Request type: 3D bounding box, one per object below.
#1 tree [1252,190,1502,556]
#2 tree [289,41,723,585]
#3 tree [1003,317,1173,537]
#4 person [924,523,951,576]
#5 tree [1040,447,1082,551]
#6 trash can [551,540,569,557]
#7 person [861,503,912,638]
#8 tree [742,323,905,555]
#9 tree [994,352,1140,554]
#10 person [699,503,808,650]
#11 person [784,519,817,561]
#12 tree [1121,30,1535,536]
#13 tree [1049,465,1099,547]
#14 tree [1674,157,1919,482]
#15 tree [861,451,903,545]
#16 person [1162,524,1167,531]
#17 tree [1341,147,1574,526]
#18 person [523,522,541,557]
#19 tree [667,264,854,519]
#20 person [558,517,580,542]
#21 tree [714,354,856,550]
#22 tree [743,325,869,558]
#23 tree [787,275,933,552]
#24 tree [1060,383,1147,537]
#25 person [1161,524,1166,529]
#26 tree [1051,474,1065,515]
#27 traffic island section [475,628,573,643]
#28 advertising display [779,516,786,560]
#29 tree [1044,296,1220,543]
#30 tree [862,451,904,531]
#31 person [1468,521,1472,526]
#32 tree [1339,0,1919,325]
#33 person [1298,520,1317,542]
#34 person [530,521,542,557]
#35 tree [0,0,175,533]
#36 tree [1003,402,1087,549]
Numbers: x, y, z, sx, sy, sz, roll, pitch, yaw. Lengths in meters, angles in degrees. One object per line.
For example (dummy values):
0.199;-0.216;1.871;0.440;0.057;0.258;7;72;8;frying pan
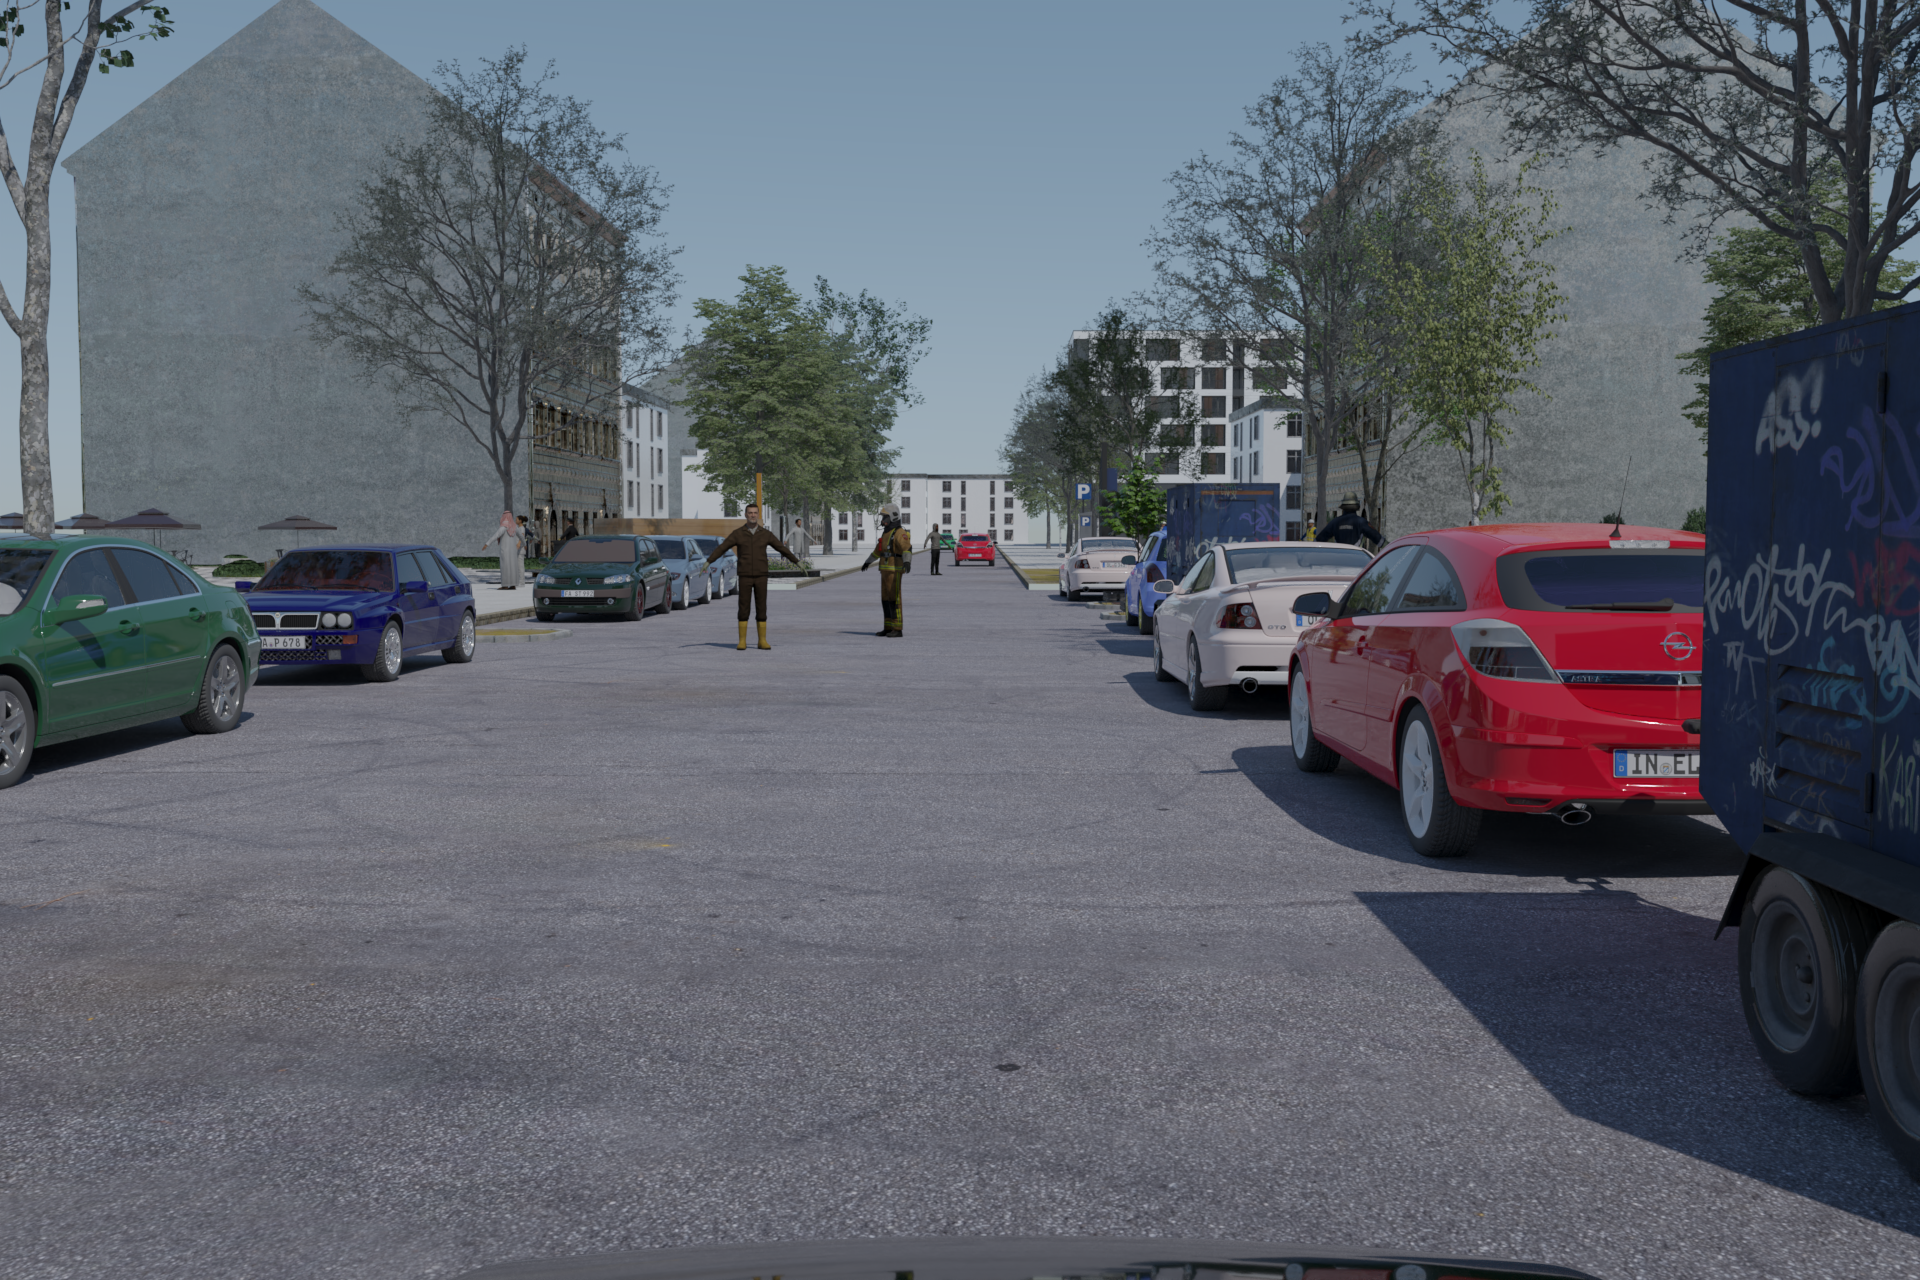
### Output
12.729;-7.810;53.443;9.928;11.665;9.643;0;3;0;tree
-11.585;-8.173;43.995;12.009;13.543;11.850;0;3;0;tree
7.556;-11.422;97.125;12.009;13.543;11.850;0;3;0;tree
-0.830;-3.145;60.011;0.705;1.813;1.348;3;5;43;person
7.528;-11.097;131.790;4.360;8.622;3.978;0;3;0;tree
-9.007;-1.720;39.767;0.748;1.137;0.748;0;3;0;trash can
-0.976;-0.970;24.092;0.705;1.858;1.354;-2;4;-30;person
-8.106;-12.095;104.412;9.857;13.997;8.962;0;3;0;tree
7.265;-12.458;114.053;12.009;13.543;11.850;0;3;0;tree
-2.564;-0.786;21.441;1.346;1.812;0.704;-1;4;-15;person
-5.505;-3.247;59.270;1.347;1.806;0.705;-3;5;-40;person
9.046;-8.099;42.790;12.009;13.543;11.850;0;3;0;tree
7.962;-10.580;123.351;4.360;8.622;3.978;0;3;0;tree
25.646;-8.237;52.803;7.486;12.596;7.792;0;3;0;tree
-7.090;-11.994;146.462;4.360;8.622;3.978;0;3;0;tree
5.241;-2.246;42.705;0.704;1.831;1.345;3;4;37;person
9.477;-5.011;32.287;4.737;8.622;4.395;0;3;0;tree
-17.247;-3.836;68.502;1.354;1.856;0.705;0;4;6;person
-8.362;-9.462;72.833;7.486;12.596;7.792;0;3;0;tree
-13.020;-3.172;57.793;0.705;1.837;1.347;2;4;24;person
-8.743;-9.181;84.523;7.601;10.594;8.767;-1;4;-20;tree
-8.834;-10.782;94.412;7.486;12.596;7.792;0;3;0;tree
-8.017;-16.536;126.245;12.611;20.169;13.585;0;3;0;tree
6.327;-8.062;82.170;4.360;8.622;3.978;0;3;0;tree
8.585;-4.108;73.022;0.705;1.847;1.347;1;4;22;person
16.542;-20.230;241.137;12.009;13.543;11.850;0;3;0;tree
-6.437;-0.059;23.838;1.991;0.108;1.994;0;4;2;traffic island section
-6.309;-3.457;61.732;0.123;1.923;0.974;0;4;1;advertising display
6.785;-8.194;68.387;7.601;10.594;8.767;1;4;14;tree
-7.536;-12.292;151.330;4.360;8.622;3.978;0;3;0;tree
19.644;-3.694;66.669;1.348;1.796;0.705;-2;4;-33;person
9.055;-6.557;17.581;12.009;13.543;11.850;0;3;0;tree
13.280;-3.649;65.629;0.705;1.833;1.349;-2;4;-26;person
-17.183;-3.925;70.299;0.705;1.813;1.348;-2;4;-28;person
-13.246;-10.318;24.594;12.611;20.169;13.585;0;3;0;tree
7.136;-14.008;147.161;7.486;12.596;7.792;0;3;0;tree
